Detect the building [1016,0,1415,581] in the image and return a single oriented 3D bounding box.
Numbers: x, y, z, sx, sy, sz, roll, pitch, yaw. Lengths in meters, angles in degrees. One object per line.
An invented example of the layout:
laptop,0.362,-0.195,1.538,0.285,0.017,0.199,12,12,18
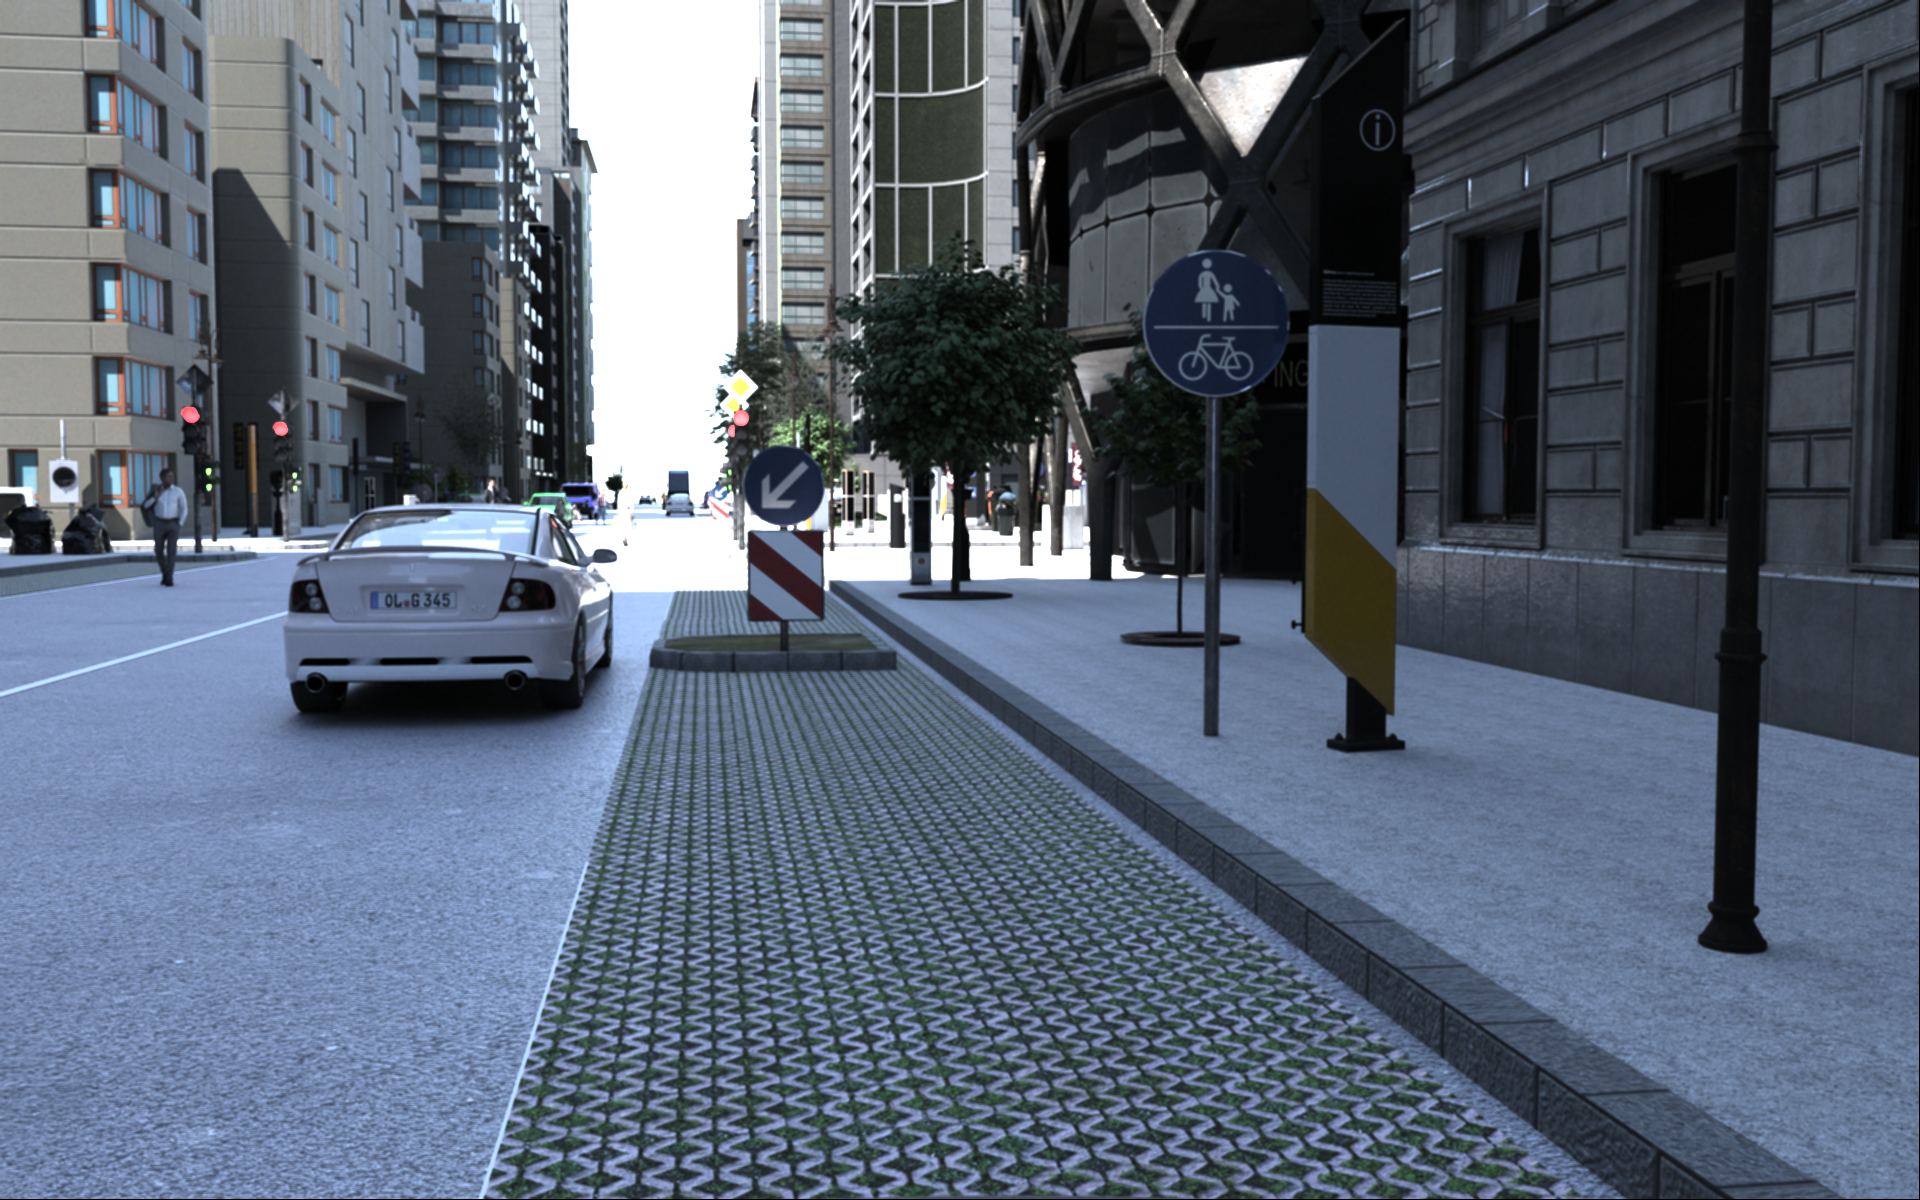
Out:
building,9.200,-9.958,30.258,16.820,18.784,16.811,-1,4,-8

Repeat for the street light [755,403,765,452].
street light,-10.056,-7.013,87.448,0.468,5.910,1.993,-1,4,-8

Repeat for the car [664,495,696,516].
car,-18.560,-6.265,114.787,2.083,1.381,4.827,-1,4,-9

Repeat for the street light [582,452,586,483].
street light,-41.023,-13.243,189.308,0.468,5.910,1.993,-1,4,-8

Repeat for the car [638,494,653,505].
car,-43.428,-14.021,239.035,2.009,1.686,4.222,0,4,-7

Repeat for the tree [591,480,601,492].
tree,-44.073,-13.175,210.017,1.663,3.219,1.824,0,3,0

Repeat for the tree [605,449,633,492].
tree,-54.352,-19.969,276.851,4.360,8.622,3.978,0,3,0

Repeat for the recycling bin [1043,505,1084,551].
recycling bin,2.366,-1.658,39.655,0.722,1.027,0.722,-2,4,-30

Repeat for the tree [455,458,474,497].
tree,-27.194,-6.048,93.484,1.663,3.219,1.824,0,3,0

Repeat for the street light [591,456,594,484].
street light,-43.160,-14.097,203.280,0.468,5.910,1.993,-1,4,-8

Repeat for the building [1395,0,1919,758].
building,9.669,-8.660,6.222,10.561,19.102,19.286,-1,4,-8

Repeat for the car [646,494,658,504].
car,-47.070,-15.532,264.174,2.015,1.641,3.980,0,4,-7

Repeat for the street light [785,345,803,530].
street light,-5.159,-4.963,53.938,0.468,5.910,1.993,-1,4,-8

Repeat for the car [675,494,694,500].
car,-24.515,-8.605,152.487,2.131,1.459,4.920,0,4,-7

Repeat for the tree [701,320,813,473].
tree,-13.193,-11.942,113.384,7.486,12.596,7.792,0,3,0

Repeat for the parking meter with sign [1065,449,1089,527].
parking meter with sign,5.012,-4.315,66.812,1.738,3.016,0.543,-2,4,-35

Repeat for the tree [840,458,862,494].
tree,-5.683,-6.007,92.822,1.663,3.219,1.824,0,3,0

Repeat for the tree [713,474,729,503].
tree,-35.506,-16.955,260.924,4.285,4.588,4.351,0,3,0

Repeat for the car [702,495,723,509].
car,-22.501,-8.860,157.439,1.945,1.354,3.894,0,4,-8

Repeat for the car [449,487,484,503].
car,-22.600,-4.375,80.329,1.959,1.807,4.718,0,4,-8

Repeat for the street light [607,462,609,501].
street light,-48.056,-16.147,236.791,0.468,5.910,1.993,-1,4,-8

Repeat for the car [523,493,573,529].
car,-16.955,-3.830,71.417,1.959,1.807,4.718,-1,4,-10

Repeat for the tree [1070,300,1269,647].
tree,1.773,-1.241,14.898,1.663,3.219,1.824,0,3,0

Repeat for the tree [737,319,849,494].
tree,-6.818,-7.548,73.765,4.360,8.622,3.978,0,3,0

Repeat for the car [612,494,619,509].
car,-31.921,-9.428,163.929,2.009,1.686,4.222,0,4,-7

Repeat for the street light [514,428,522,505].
street light,-30.999,-9.111,121.747,0.468,5.910,1.993,-1,4,-8

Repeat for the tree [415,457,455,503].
tree,-27.680,-5.878,90.698,1.663,3.219,1.824,0,3,0

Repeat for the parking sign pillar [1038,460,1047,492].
parking sign pillar,4.357,-6.828,100.111,1.447,3.967,1.447,-1,4,-9

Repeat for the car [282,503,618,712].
car,-3.628,-0.030,12.845,2.083,1.381,4.827,0,4,-7

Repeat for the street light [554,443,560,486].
street light,-36.120,-11.178,155.547,0.468,5.910,1.993,-1,4,-8

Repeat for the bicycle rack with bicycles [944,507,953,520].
bicycle rack with bicycles,0.654,-4.503,87.009,2.925,0.926,2.852,-3,4,-38

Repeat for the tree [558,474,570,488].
tree,-38.078,-10.564,167.323,1.663,3.219,1.824,0,3,0

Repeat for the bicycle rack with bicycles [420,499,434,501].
bicycle rack with bicycles,-36.244,-6.380,117.702,2.852,0.926,2.925,-1,4,-23

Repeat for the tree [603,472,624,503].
tree,-51.372,-16.743,257.466,4.285,4.588,4.351,0,3,0

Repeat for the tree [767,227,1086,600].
tree,-0.137,-2.309,21.471,4.285,4.588,4.351,0,3,0

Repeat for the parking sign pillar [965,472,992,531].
parking sign pillar,0.543,-4.384,60.157,1.447,3.967,1.447,1,4,14

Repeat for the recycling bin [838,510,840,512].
recycling bin,-7.228,-5.164,96.992,0.722,1.027,0.722,-3,4,-39

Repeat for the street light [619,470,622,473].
street light,-53.072,-18.205,270.437,0.468,5.910,1.993,-1,4,-8

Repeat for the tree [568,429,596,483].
tree,-43.175,-14.997,195.555,4.737,8.622,4.395,0,3,0

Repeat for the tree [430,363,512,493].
tree,-27.918,-9.064,98.561,4.360,8.622,3.978,0,3,0

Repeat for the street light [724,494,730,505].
street light,-28.374,-14.565,210.930,0.468,5.910,1.993,-1,4,-8

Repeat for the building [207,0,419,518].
building,-44.707,-30.820,93.153,28.713,52.752,27.495,-1,4,-8

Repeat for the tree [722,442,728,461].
tree,-26.121,-15.608,205.556,4.360,8.622,3.978,0,3,0

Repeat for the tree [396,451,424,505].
tree,-36.131,-7.834,111.798,4.285,4.588,4.351,0,3,0

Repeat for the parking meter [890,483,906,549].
parking meter,-1.464,-1.971,40.629,0.372,1.533,0.369,0,3,0
